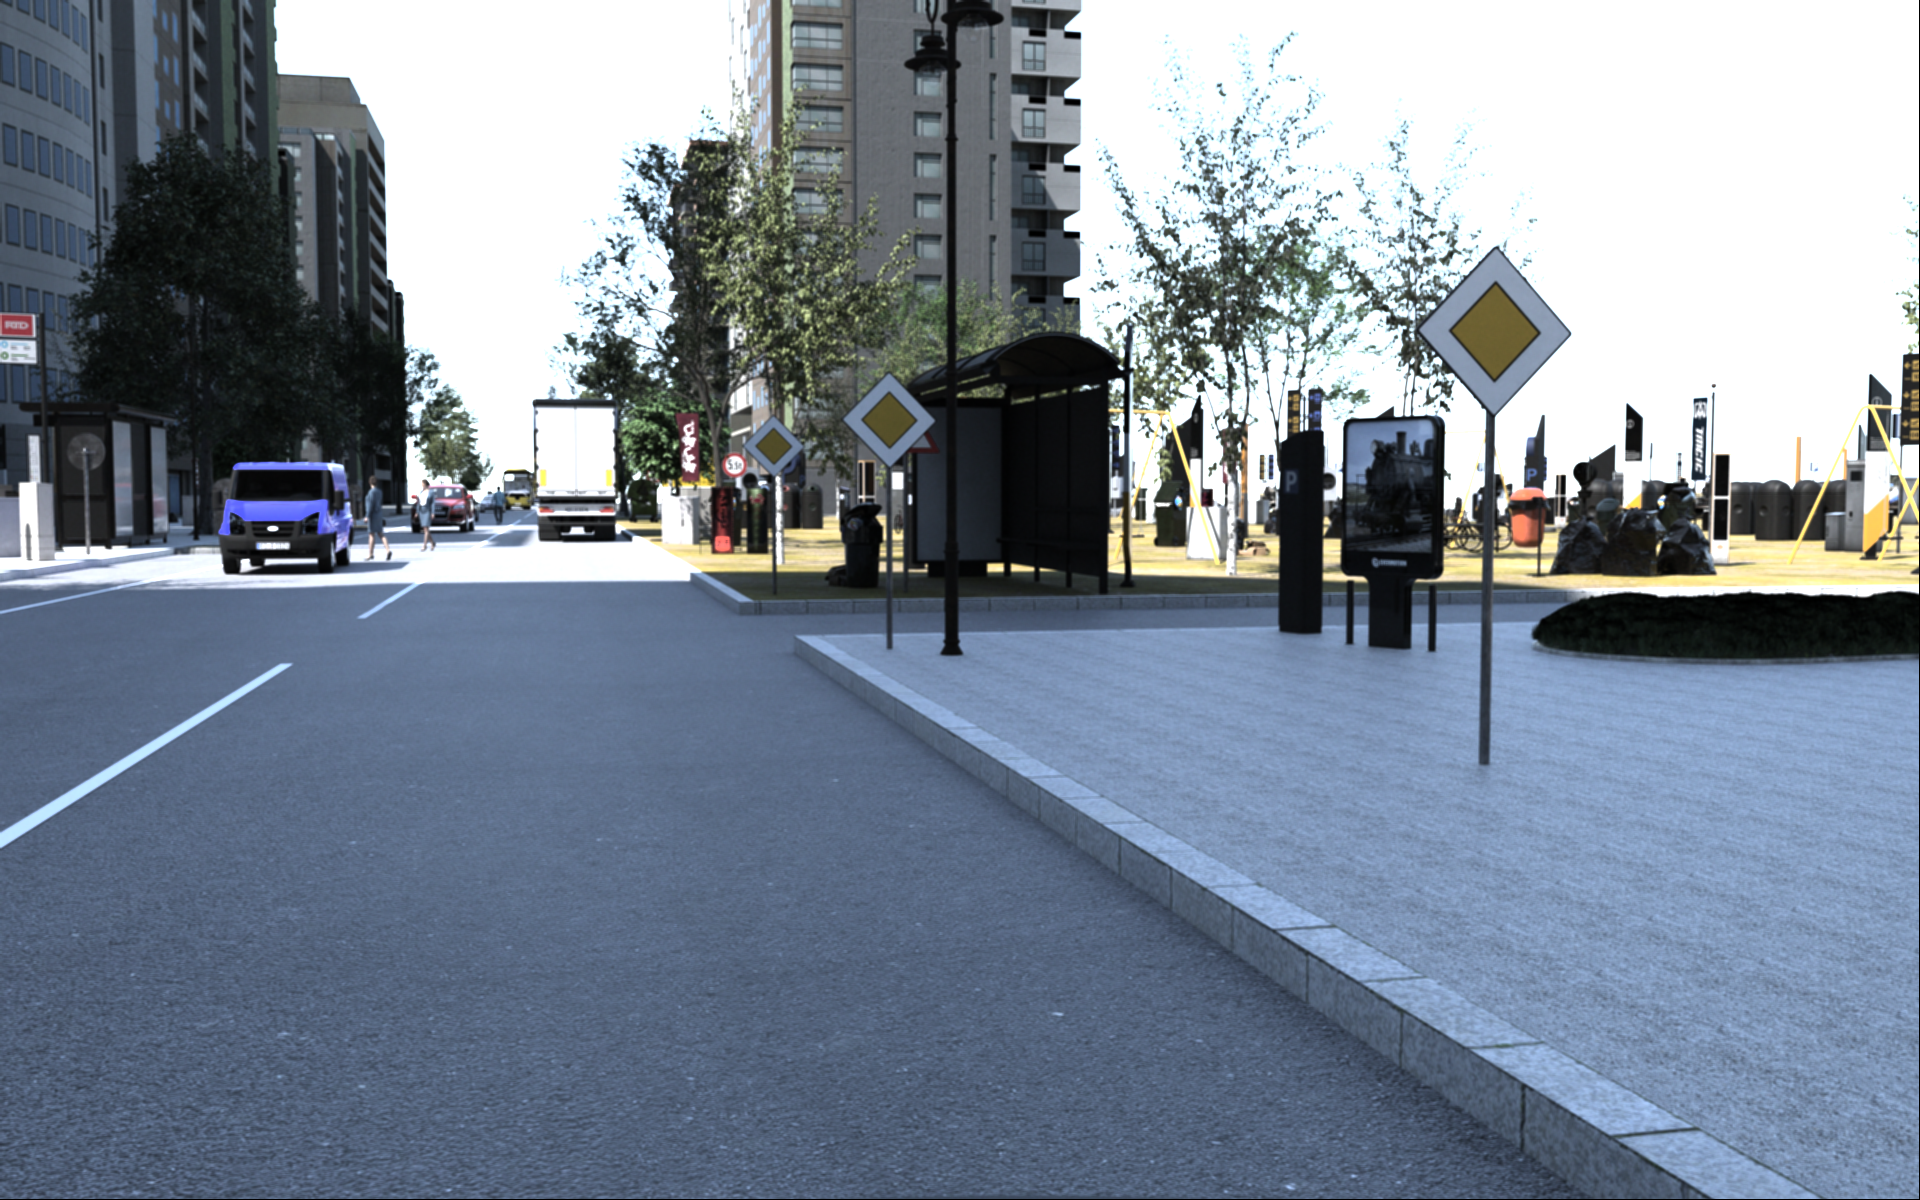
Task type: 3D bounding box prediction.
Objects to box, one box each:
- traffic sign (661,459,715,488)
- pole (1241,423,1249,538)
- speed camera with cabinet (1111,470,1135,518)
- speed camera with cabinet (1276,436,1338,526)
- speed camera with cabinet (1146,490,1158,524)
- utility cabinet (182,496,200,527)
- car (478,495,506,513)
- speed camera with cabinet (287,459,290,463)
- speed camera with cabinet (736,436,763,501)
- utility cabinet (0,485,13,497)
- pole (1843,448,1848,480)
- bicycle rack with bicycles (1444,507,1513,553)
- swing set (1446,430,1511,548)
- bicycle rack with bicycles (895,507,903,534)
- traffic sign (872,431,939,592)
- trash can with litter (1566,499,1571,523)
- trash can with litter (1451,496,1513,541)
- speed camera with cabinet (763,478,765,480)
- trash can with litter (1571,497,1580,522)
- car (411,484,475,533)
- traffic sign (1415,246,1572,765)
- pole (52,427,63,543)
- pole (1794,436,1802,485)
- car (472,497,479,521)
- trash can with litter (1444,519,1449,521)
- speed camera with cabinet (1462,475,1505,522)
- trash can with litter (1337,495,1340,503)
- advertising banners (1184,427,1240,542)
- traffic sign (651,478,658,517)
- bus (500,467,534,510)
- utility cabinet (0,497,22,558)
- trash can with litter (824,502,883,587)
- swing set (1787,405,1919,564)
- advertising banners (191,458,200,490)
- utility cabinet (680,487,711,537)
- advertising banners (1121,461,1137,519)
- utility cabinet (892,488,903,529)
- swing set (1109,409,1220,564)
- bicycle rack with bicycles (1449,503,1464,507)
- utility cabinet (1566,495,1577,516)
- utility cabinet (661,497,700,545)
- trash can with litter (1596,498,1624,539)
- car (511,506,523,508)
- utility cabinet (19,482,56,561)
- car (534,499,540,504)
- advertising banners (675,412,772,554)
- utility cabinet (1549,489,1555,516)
[{"bbox_3d":[-10.896,-4.648,69.866,2.265,3.308,0.079,0,4,-5],"label":"traffic sign"},{"bbox_3d":[8.223,-3.436,50.025,0.158,3.312,0.155,0,3,0],"label":"pole"},{"bbox_3d":[9.029,-6.042,93.124,0.660,3.252,2.038,-3,4,-37],"label":"speed camera with cabinet"},{"bbox_3d":[11.849,-3.966,59.182,2.038,3.252,0.660,1,4,11],"label":"speed camera with cabinet"},{"bbox_3d":[8.885,-4.950,75.264,0.660,3.252,2.038,3,5,40],"label":"speed camera with cabinet"},{"bbox_3d":[-30.290,-3.518,68.678,1.020,1.237,0.306,-2,4,-23],"label":"utility cabinet"},{"bbox_3d":[-36.585,-7.533,135.528,2.083,1.381,4.827,-1,4,-12],"label":"car"},{"bbox_3d":[-26.483,-4.486,67.678,0.660,3.252,2.038,-2,4,-26],"label":"speed camera with cabinet"},{"bbox_3d":[-7.860,-3.933,58.643,2.038,3.252,0.660,-2,4,-28],"label":"speed camera with cabinet"},{"bbox_3d":[-22.668,-1.950,40.564,0.318,1.500,1.173,0,4,3],"label":"utility cabinet"},{"bbox_3d":[39.537,-5.110,77.391,0.158,3.312,0.155,0,3,0],"label":"pole"},{"bbox_3d":[10.985,-1.570,39.051,2.925,0.926,2.852,1,4,16],"label":"bicycle rack with bicycles"},{"bbox_3d":[12.098,-2.797,43.348,2.862,2.851,3.119,-3,4,-38],"label":"swing set"},{"bbox_3d":[-0.683,-2.531,54.767,2.852,0.926,2.925,-1,4,-14],"label":"bicycle rack with bicycles"},{"bbox_3d":[-0.708,-1.380,22.568,0.884,2.594,0.081,-1,4,-11],"label":"traffic sign"},{"bbox_3d":[27.418,-4.070,77.928,0.624,1.170,1.055,-1,4,-21],"label":"trash can with litter"},{"bbox_3d":[14.986,-2.249,47.821,2.233,1.210,1.678,0,4,-6],"label":"trash can with litter"},{"bbox_3d":[-10.354,-6.035,93.011,2.038,3.252,0.660,-3,5,-43],"label":"speed camera with cabinet"},{"bbox_3d":[26.541,-3.773,73.078,1.055,1.170,0.624,0,4,-8],"label":"trash can with litter"},{"bbox_3d":[-19.704,-3.513,66.116,2.281,1.827,5.304,-1,4,-12],"label":"car"},{"bbox_3d":[2.490,-0.427,8.161,0.795,2.450,0.064,-1,4,-12],"label":"traffic sign"},{"bbox_3d":[-23.722,-3.162,45.537,0.158,3.312,0.155,0,3,0],"label":"pole"},{"bbox_3d":[29.369,-4.090,60.711,0.158,3.312,0.155,0,3,0],"label":"pole"},{"bbox_3d":[-26.006,-4.908,90.026,2.009,1.686,4.222,-1,4,-12],"label":"car"},{"bbox_3d":[23.603,-4.385,82.757,2.233,1.210,1.678,3,5,39],"label":"trash can with litter"},{"bbox_3d":[24.010,-5.202,79.384,2.038,3.252,0.660,-2,4,-25],"label":"speed camera with cabinet"},{"bbox_3d":[22.101,-5.439,99.985,2.233,1.210,1.678,-2,4,-28],"label":"trash can with litter"},{"bbox_3d":[6.473,-3.042,45.920,2.074,3.025,0.090,2,4,34],"label":"advertising banners"},{"bbox_3d":[-14.547,-5.032,82.386,0.768,2.556,0.104,0,4,-8],"label":"traffic sign"},{"bbox_3d":[-41.295,-10.388,161.397,2.896,3.916,12.252,-1,4,-15],"label":"bus"},{"bbox_3d":[-19.305,-1.435,34.624,0.306,1.237,1.020,2,4,34],"label":"utility cabinet"},{"bbox_3d":[-1.527,-0.770,23.977,0.624,1.170,1.055,-3,4,-37],"label":"trash can with litter"},{"bbox_3d":[17.031,-2.051,31.151,3.119,2.851,2.862,-2,4,-31],"label":"swing set"},{"bbox_3d":[-36.464,-5.365,83.901,0.090,3.025,2.074,1,4,18],"label":"advertising banners"},{"bbox_3d":[-7.588,-2.575,50.773,1.173,1.500,0.318,-1,4,-13],"label":"utility cabinet"},{"bbox_3d":[8.863,-5.769,90.511,0.090,3.025,2.074,2,4,27],"label":"advertising banners"},{"bbox_3d":[-2.095,-3.302,62.667,1.173,1.500,0.318,-3,5,-42],"label":"utility cabinet"},{"bbox_3d":[2.878,-2.111,32.138,3.119,2.851,2.862,-3,4,-37],"label":"swing set"},{"bbox_3d":[21.719,-3.706,73.969,2.852,0.926,2.925,2,4,35],"label":"bicycle rack with bicycles"},{"bbox_3d":[33.978,-5.249,96.988,1.020,1.237,0.306,0,4,5],"label":"utility cabinet"},{"bbox_3d":[-7.132,-2.019,44.165,1.020,1.237,0.306,2,4,30],"label":"utility cabinet"},{"bbox_3d":[16.167,-1.954,43.330,0.624,1.170,1.055,3,5,41],"label":"trash can with litter"},{"bbox_3d":[-46.183,-10.389,179.639,2.009,1.686,4.222,-1,4,-11],"label":"car"},{"bbox_3d":[-17.724,-1.505,33.285,0.318,1.500,1.173,-3,5,-42],"label":"utility cabinet"},{"bbox_3d":[-57.601,-13.565,234.142,2.083,1.381,4.827,-1,4,-13],"label":"car"},{"bbox_3d":[-5.059,-2.500,37.062,2.074,3.025,0.090,0,4,4],"label":"advertising banners"},{"bbox_3d":[27.878,-4.432,81.150,0.318,1.500,1.173,0,4,7],"label":"utility cabinet"}]
